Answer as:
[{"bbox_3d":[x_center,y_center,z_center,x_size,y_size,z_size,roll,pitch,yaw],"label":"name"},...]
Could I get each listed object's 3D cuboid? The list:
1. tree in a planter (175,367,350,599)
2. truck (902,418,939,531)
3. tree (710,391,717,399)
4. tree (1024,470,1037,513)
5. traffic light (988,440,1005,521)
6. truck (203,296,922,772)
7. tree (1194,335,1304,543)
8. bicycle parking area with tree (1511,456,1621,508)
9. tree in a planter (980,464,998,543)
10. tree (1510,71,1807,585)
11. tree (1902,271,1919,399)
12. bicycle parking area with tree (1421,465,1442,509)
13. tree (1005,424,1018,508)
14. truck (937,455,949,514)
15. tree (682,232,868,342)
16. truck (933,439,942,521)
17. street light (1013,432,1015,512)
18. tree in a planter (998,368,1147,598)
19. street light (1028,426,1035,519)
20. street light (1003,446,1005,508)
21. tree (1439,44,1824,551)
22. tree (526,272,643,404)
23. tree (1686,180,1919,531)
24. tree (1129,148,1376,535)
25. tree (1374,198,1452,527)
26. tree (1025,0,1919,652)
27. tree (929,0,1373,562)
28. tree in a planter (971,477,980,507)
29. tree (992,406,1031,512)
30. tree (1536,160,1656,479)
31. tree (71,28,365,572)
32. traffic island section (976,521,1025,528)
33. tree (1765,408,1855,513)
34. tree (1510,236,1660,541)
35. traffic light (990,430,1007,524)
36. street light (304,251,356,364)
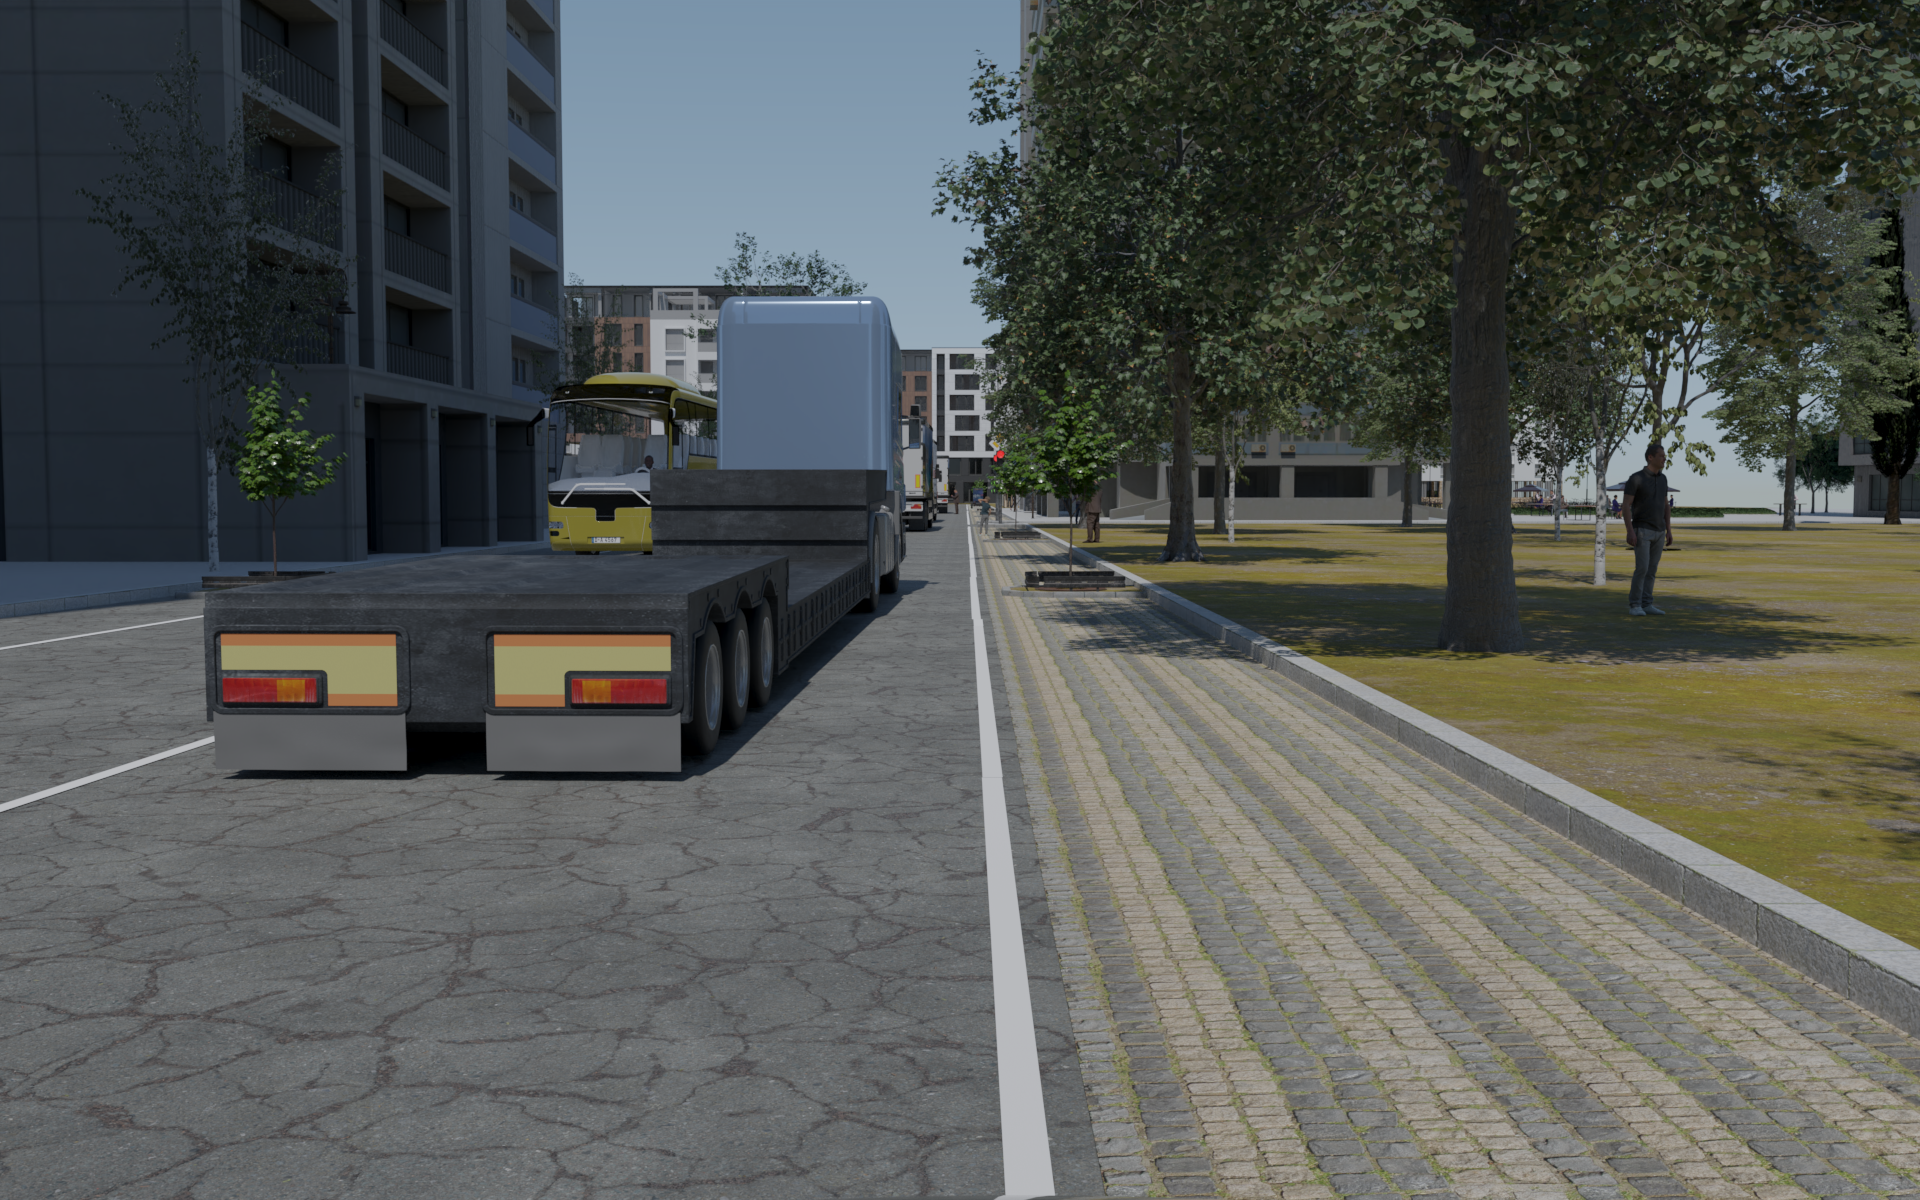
[{"bbox_3d":[-9.760,-1.674,24.593,1.991,3.239,1.994,0,4,0],"label":"tree in a planter"},{"bbox_3d":[-2.395,-4.947,69.796,2.839,4.237,11.283,0,4,1],"label":"truck"},{"bbox_3d":[-12.469,-10.844,111.704,8.767,10.594,7.601,-2,4,-25],"label":"tree"},{"bbox_3d":[4.897,-7.557,118.155,1.663,3.219,1.824,0,3,0],"label":"tree"},{"bbox_3d":[1.745,-5.719,82.427,0.839,4.253,0.868,0,4,0],"label":"traffic light"},{"bbox_3d":[-2.294,-1.718,17.841,2.967,4.110,18.799,0,4,2],"label":"truck"},{"bbox_3d":[7.426,-5.830,45.676,4.737,8.622,4.395,0,3,0],"label":"tree"},{"bbox_3d":[47.124,-8.940,133.177,9.016,4.147,8.231,0,4,6],"label":"bicycle parking area with tree"},{"bbox_3d":[1.673,-3.324,51.570,1.991,3.239,1.994,0,4,0],"label":"tree in a planter"},{"bbox_3d":[9.100,-4.499,23.924,4.737,8.622,4.395,0,3,0],"label":"tree"},{"bbox_3d":[30.402,-6.236,52.320,4.737,8.622,4.395,0,3,0],"label":"tree"},{"bbox_3d":[43.674,-10.063,151.524,8.231,4.147,9.016,1,4,12],"label":"bicycle parking area with tree"},{"bbox_3d":[5.084,-12.947,162.041,4.360,8.622,3.978,0,3,0],"label":"tree"},{"bbox_3d":[-2.160,-8.672,130.699,2.839,4.237,11.283,0,4,-2],"label":"truck"},{"bbox_3d":[-13.402,-16.503,125.708,12.611,20.169,13.585,0,3,0],"label":"tree"},{"bbox_3d":[-2.500,-6.178,89.919,2.839,4.237,11.283,0,4,1],"label":"truck"},{"bbox_3d":[3.886,-9.221,123.549,0.468,5.910,1.993,0,4,0],"label":"street light"},{"bbox_3d":[1.586,-1.676,24.627,1.991,3.239,1.994,0,4,0],"label":"tree in a planter"},{"bbox_3d":[3.808,-7.192,90.378,0.468,5.910,1.993,0,4,0],"label":"street light"},{"bbox_3d":[3.991,-11.249,156.708,0.468,5.910,1.993,0,4,0],"label":"street light"},{"bbox_3d":[15.902,-7.867,39.002,12.009,13.543,11.850,0,3,0],"label":"tree"},{"bbox_3d":[-12.109,-6.530,57.127,4.360,8.622,3.978,0,3,0],"label":"tree"},{"bbox_3d":[28.834,-8.644,59.453,7.486,12.596,7.792,0,3,0],"label":"tree"},{"bbox_3d":[8.319,-8.323,54.209,7.486,12.596,7.792,0,3,0],"label":"tree"},{"bbox_3d":[17.487,-9.098,66.882,7.486,12.596,7.792,0,3,0],"label":"tree"},{"bbox_3d":[4.341,-6.556,13.853,9.857,13.997,8.962,0,3,0],"label":"tree"},{"bbox_3d":[4.253,-7.102,33.125,9.611,12.733,9.660,0,3,0],"label":"tree"},{"bbox_3d":[2.131,-11.473,184.808,1.991,3.239,1.994,0,4,0],"label":"tree in a planter"},{"bbox_3d":[4.408,-10.775,126.533,4.737,8.622,4.395,0,3,0],"label":"tree"},{"bbox_3d":[17.730,-8.505,56.066,9.611,12.733,9.660,0,3,0],"label":"tree"},{"bbox_3d":[-12.170,-4.785,28.602,4.360,8.622,3.978,0,3,0],"label":"tree"},{"bbox_3d":[1.758,-3.197,74.555,2.009,0.180,2.903,0,4,0],"label":"traffic island section"},{"bbox_3d":[58.347,-9.126,112.116,11.467,7.101,20.602,-1,4,-8],"label":"tree"},{"bbox_3d":[16.709,-5.949,47.626,4.360,8.622,3.978,0,3,0],"label":"tree"},{"bbox_3d":[1.718,-5.231,74.441,0.839,4.253,0.868,0,4,0],"label":"traffic light"},{"bbox_3d":[-12.007,-3.691,33.137,0.468,5.910,1.993,0,4,0],"label":"street light"}]
